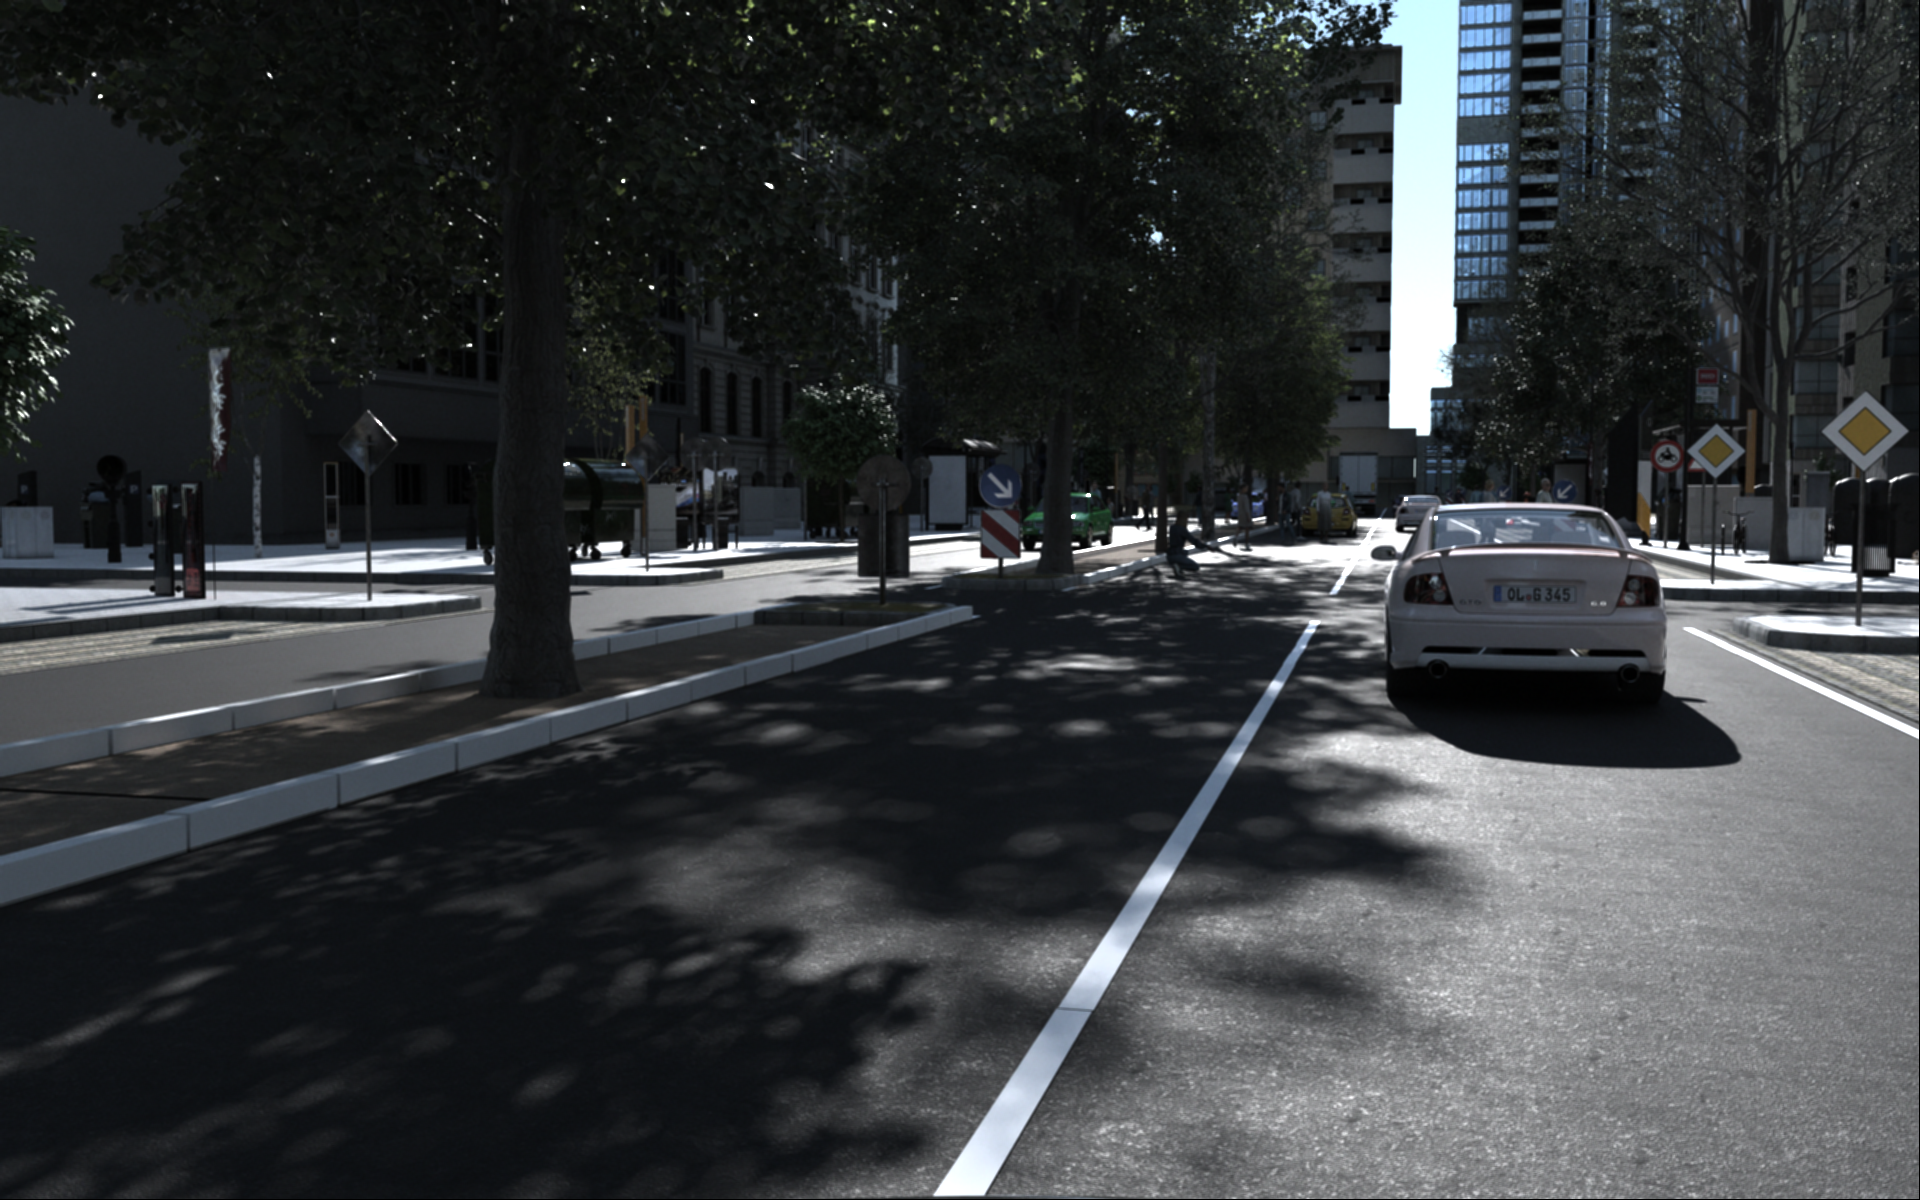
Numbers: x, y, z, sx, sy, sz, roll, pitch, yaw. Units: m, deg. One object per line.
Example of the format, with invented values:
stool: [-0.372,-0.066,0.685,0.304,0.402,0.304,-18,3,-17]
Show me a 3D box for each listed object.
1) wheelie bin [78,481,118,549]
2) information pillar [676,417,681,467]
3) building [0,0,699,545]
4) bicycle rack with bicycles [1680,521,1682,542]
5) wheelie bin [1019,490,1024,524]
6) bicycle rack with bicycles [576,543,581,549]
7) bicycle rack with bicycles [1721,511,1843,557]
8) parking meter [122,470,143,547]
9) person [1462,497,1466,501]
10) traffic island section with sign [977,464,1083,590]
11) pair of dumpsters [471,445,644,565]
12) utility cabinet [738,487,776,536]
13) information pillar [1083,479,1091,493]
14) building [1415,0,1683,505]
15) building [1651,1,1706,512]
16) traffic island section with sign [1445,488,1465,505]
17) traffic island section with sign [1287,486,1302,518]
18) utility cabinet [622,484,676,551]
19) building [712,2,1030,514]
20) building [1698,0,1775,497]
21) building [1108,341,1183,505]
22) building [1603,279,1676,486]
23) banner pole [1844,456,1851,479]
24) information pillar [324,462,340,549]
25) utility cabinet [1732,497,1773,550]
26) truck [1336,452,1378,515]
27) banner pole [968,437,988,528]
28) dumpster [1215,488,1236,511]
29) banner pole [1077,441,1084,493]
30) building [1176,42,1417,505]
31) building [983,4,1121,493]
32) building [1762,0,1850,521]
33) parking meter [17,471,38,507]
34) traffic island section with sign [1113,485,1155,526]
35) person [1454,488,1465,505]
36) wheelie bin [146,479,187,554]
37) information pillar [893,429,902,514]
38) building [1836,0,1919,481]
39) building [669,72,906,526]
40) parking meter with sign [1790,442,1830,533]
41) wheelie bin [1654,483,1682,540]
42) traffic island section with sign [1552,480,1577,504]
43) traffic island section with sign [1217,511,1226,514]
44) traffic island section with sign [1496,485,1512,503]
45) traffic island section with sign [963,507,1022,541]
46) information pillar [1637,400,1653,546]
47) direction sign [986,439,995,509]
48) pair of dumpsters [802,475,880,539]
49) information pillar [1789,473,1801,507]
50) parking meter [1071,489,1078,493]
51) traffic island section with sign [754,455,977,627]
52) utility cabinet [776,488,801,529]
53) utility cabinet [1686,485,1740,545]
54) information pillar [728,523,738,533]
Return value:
wheelie bin: [-20.297,-2.011,40.790,0.980,1.594,0.693,2,4,35]
information pillar: [-8.588,-3.760,52.826,0.183,3.616,0.504,-1,4,-17]
building: [-19.322,-16.008,55.239,14.314,27.812,24.014,1,4,14]
bicycle rack with bicycles: [20.394,-1.980,45.762,2.852,0.926,2.925,-1,4,-16]
wheelie bin: [2.456,-4.058,74.251,0.693,1.594,0.980,-1,4,-17]
bicycle rack with bicycles: [-9.753,-1.738,41.799,2.852,0.926,2.925,0,4,3]
bicycle rack with bicycles: [17.369,-1.438,36.901,2.852,0.926,2.925,2,4,24]
parking meter: [-20.078,-2.220,42.011,0.399,1.863,0.255,-3,5,-40]
person: [50.289,-9.903,173.672,1.065,1.426,0.557,-2,4,-31]
traffic island section with sign: [0.768,-1.139,26.760,2.006,1.907,1.989,1,4,14]
pair of dumpsters: [-7.656,-1.877,33.176,1.574,2.255,4.437,1,4,14]
utility cabinet: [-6.250,-2.708,52.962,0.318,1.500,1.173,3,5,44]
information pillar: [6.330,-5.009,86.387,0.304,2.012,0.304,-1,4,-10]
building: [67.770,-53.931,194.445,31.000,86.520,22.319,1,4,14]
building: [58.296,-41.409,115.289,20.563,71.187,20.611,1,4,14]
traffic island section with sign: [35.667,-7.050,123.901,1.989,1.847,2.006,1,4,14]
traffic island section with sign: [19.067,-5.597,99.645,2.006,1.907,1.989,1,4,14]
utility cabinet: [-6.926,-1.829,38.581,1.173,1.500,0.318,-2,4,-35]
building: [-11.705,-26.164,119.655,32.217,40.220,23.993,1,4,14]
building: [51.089,-27.457,99.034,14.600,45.320,14.200,1,4,14]
building: [12.796,-22.526,213.342,28.899,21.520,27.650,1,4,14]
building: [67.680,-18.036,139.930,27.650,21.520,28.899,1,4,14]
banner pole: [39.757,-5.340,77.322,0.863,3.779,0.401,1,4,22]
information pillar: [-14.590,-2.187,40.244,0.304,2.012,0.304,-1,4,-14]
utility cabinet: [18.475,-1.771,40.110,1.020,1.237,0.306,1,4,16]
truck: [27.643,-8.049,120.508,2.839,4.237,11.283,1,4,12]
banner pole: [0.665,-4.678,66.499,0.863,3.779,0.401,0,4,-7]
dumpster: [18.727,-7.043,123.360,1.865,1.857,1.264,1,4,14]
banner pole: [5.707,-5.636,82.164,0.401,3.779,0.863,-1,4,-19]
building: [40.237,-37.717,205.904,27.495,52.752,28.713,1,4,14]
building: [-0.436,-34.688,156.393,27.495,52.752,28.713,1,4,14]
building: [47.570,-24.557,85.094,14.154,41.232,14.086,1,4,14]
parking meter: [-23.371,-2.307,43.427,0.399,1.863,0.255,1,4,11]
traffic island section with sign: [7.839,-4.307,79.051,1.989,1.847,2.006,1,4,14]
person: [28.712,-5.529,99.354,0.683,1.767,0.568,-1,4,-21]
wheelie bin: [-17.062,-1.808,37.461,0.980,1.594,0.693,-1,4,-9]
information pillar: [-2.239,-4.335,62.227,0.183,3.616,0.504,3,4,38]
building: [39.988,-17.817,63.017,14.160,30.474,14.107,1,4,14]
building: [-12.577,-16.195,83.867,14.460,24.649,34.723,1,4,14]
parking meter with sign: [28.690,-3.769,57.878,1.738,3.016,0.543,2,4,29]
wheelie bin: [19.802,-2.476,48.398,0.693,1.594,0.980,1,4,13]
traffic island section with sign: [16.728,-2.437,48.476,1.989,1.847,2.006,1,4,14]
traffic island section with sign: [19.941,-7.254,127.226,1.989,1.847,2.006,1,4,14]
traffic island section with sign: [23.288,-4.036,74.624,1.989,1.847,2.006,1,4,14]
traffic island section with sign: [1.276,-2.708,52.904,1.989,1.847,2.006,1,4,14]
information pillar: [17.053,-3.166,43.112,0.504,3.616,0.183,-3,4,-36]
direction sign: [1.059,-4.729,69.309,0.876,3.537,0.379,-3,4,-37]
pair of dumpsters: [-3.322,-2.985,51.298,1.574,2.255,4.437,1,4,14]
information pillar: [29.212,-3.432,60.601,0.304,2.012,0.304,1,4,15]
parking meter: [5.518,-4.575,83.212,0.372,1.533,0.369,0,3,0]
traffic island section with sign: [-1.047,-0.700,19.578,2.006,1.907,1.989,1,4,14]
utility cabinet: [-6.404,-3.330,63.123,1.173,1.500,0.318,-1,4,-15]
utility cabinet: [18.601,-2.086,42.782,1.173,1.500,0.318,1,4,22]
information pillar: [-7.510,-3.231,57.317,0.304,2.012,0.304,1,4,8]
